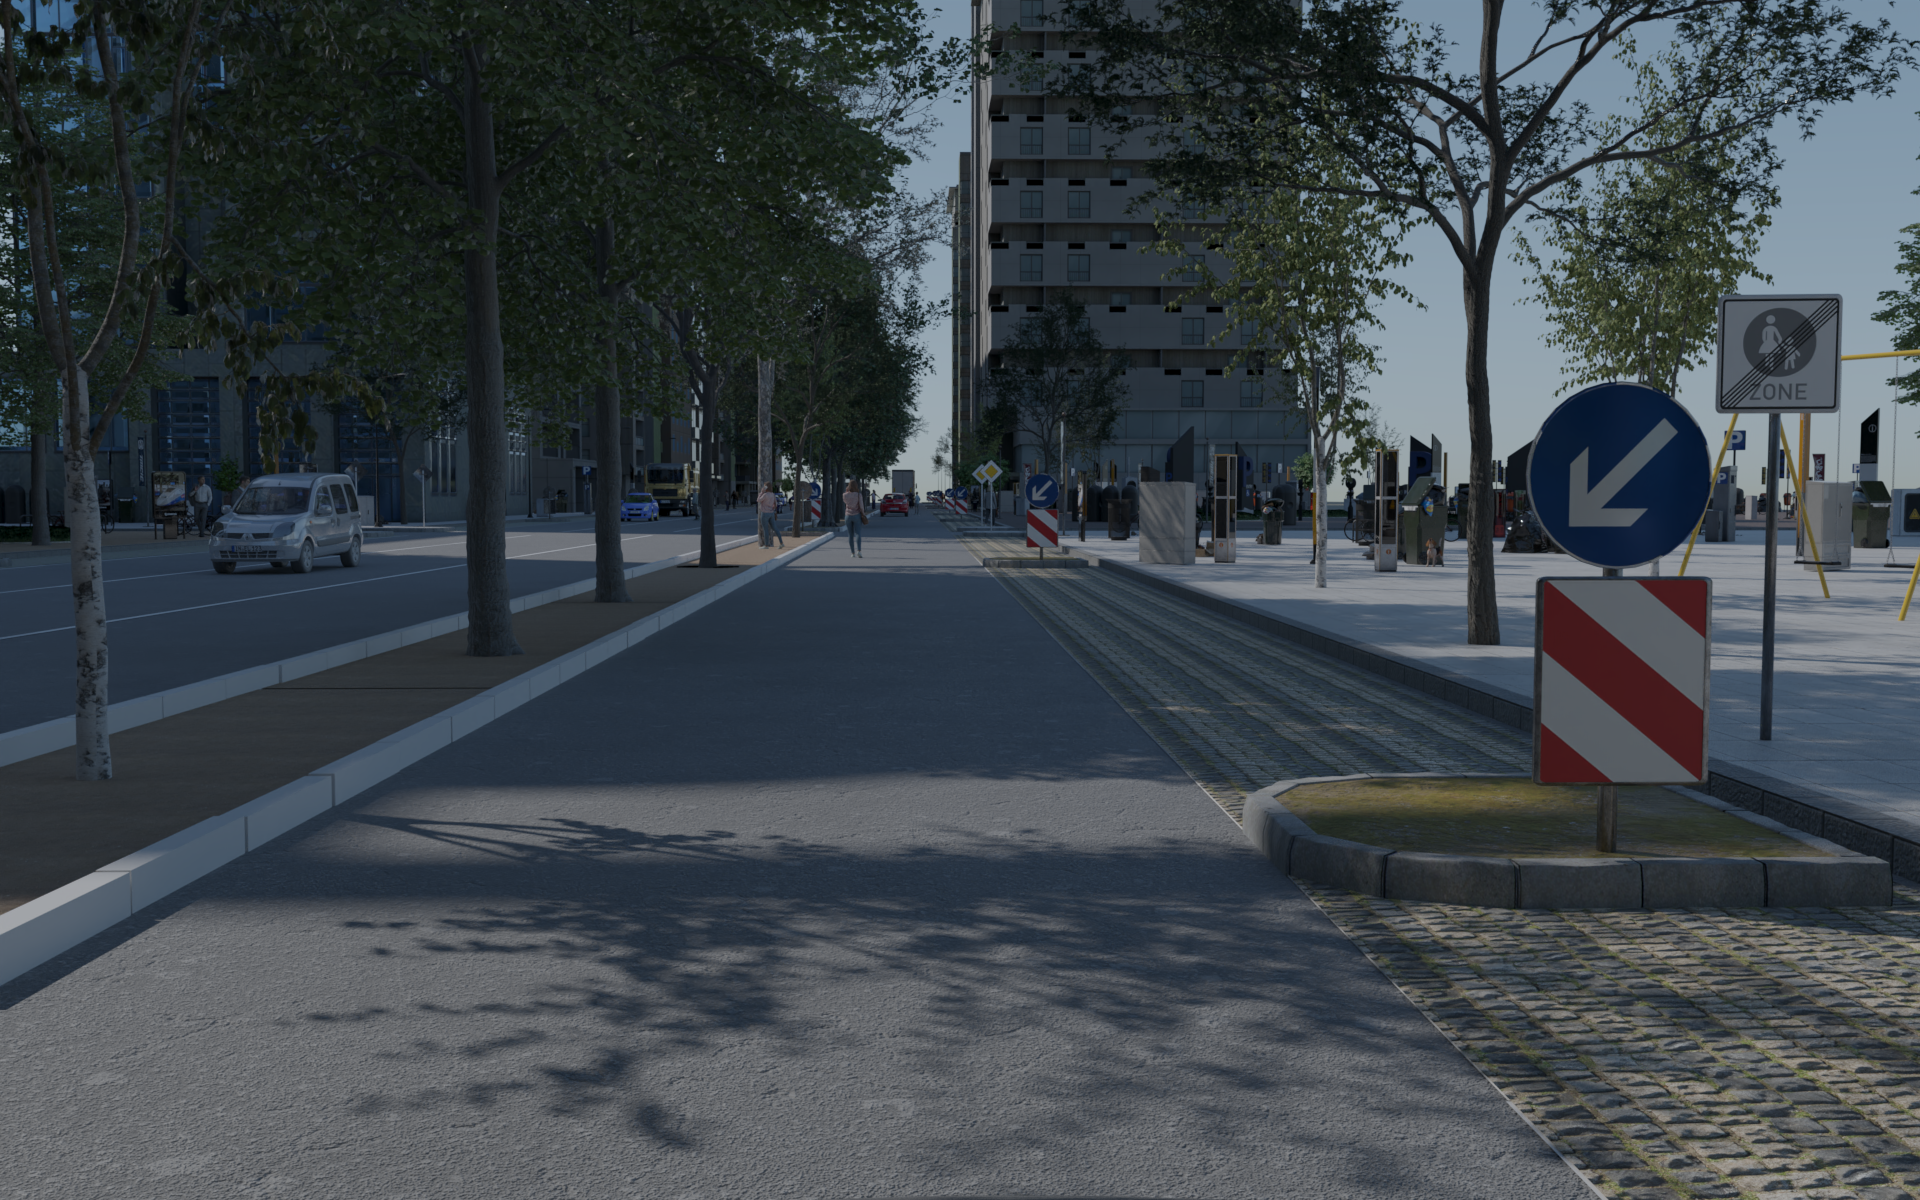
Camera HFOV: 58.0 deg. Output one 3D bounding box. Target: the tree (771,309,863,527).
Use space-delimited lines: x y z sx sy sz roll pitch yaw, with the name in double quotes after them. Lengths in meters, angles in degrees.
-5.733 -7.027 67.714 4.737 8.622 4.395 0 3 0 "tree"

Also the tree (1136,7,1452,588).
4.751 -4.465 23.363 4.737 8.622 4.395 0 3 0 "tree"

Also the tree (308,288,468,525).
-23.422 -8.474 72.969 8.767 10.594 7.601 0 4 -6 "tree"

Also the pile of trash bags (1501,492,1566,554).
13.636 -1.745 38.290 3.447 1.369 1.912 -3 4 -38 "pile of trash bags"

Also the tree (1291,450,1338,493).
24.886 -8.439 121.696 4.285 4.588 4.351 0 3 0 "tree"

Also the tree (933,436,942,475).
3.910 -8.623 75.398 7.601 10.594 8.767 2 4 24 "tree"

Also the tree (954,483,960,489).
0.168 -11.163 177.111 1.663 3.219 1.824 0 3 0 "tree"

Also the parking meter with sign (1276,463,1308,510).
18.767 -6.208 97.757 1.738 3.016 0.543 2 4 35 "parking meter with sign"

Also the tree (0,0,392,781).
-4.315 -3.386 8.176 4.360 8.622 3.978 0 3 0 "tree"

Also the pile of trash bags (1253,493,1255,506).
18.174 -6.563 117.056 3.447 1.369 1.912 1 4 20 "pile of trash bags"

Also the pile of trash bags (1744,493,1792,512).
58.352 -7.022 124.565 3.447 1.369 1.912 -1 4 -18 "pile of trash bags"

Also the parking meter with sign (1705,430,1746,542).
20.637 -3.090 46.775 0.543 3.016 1.738 3 5 41 "parking meter with sign"

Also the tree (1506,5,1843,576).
10.804 -4.683 26.928 4.737 8.622 4.395 0 3 0 "tree"

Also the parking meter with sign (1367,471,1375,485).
31.500 -8.193 130.215 1.738 3.016 0.543 2 4 32 "parking meter with sign"

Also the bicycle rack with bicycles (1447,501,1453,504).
24.054 -4.550 87.772 2.925 0.926 2.852 -2 4 -31 "bicycle rack with bicycles"

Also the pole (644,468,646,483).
-24.266 -8.554 133.708 0.158 3.312 0.155 0 3 0 "pole"

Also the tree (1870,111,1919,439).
26.303 -7.571 41.906 7.486 12.596 7.792 0 3 0 "tree"

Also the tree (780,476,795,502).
-29.866 -19.281 298.952 4.285 4.588 4.351 0 3 0 "tree"

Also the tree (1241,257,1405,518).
10.617 -6.146 50.851 4.360 8.622 3.978 0 3 0 "tree"

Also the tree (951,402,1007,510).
1.728 -11.213 133.701 4.737 8.622 4.395 0 3 0 "tree"

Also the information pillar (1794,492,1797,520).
41.821 -5.003 86.296 0.304 2.012 0.304 -3 5 -40 "information pillar"

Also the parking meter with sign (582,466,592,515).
-23.364 -6.879 108.739 0.543 3.016 1.738 0 4 -8 "parking meter with sign"

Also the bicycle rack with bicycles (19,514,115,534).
-28.491 -2.574 55.460 2.852 0.926 2.925 2 4 32 "bicycle rack with bicycles"

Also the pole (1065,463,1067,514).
6.917 -7.328 113.657 0.158 3.312 0.155 0 3 0 "pole"

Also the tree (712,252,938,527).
-5.794 -9.507 74.909 9.611 12.733 9.660 0 3 0 "tree"

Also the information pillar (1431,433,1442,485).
18.399 -4.625 66.975 0.504 3.616 0.183 -2 4 -28 "information pillar"

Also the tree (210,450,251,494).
-31.907 -4.969 75.845 1.663 3.219 1.824 0 3 0 "tree"

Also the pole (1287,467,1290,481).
24.416 -8.250 128.724 0.158 3.312 0.155 0 3 0 "pole"

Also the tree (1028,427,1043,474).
7.594 -11.277 134.744 4.360 8.622 3.978 0 3 0 "tree"

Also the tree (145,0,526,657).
-4.040 -5.748 14.557 7.486 12.596 7.792 0 3 0 "tree"

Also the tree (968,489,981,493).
1.292 -9.174 144.589 1.663 3.219 1.824 0 3 0 "tree"

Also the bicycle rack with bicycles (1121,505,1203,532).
6.856 -2.706 57.622 2.925 0.926 2.852 3 5 40 "bicycle rack with bicycles"

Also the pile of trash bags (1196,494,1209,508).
14.800 -6.004 107.918 1.912 1.369 3.447 0 4 -1 "pile of trash bags"

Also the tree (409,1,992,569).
-4.909 -7.364 33.230 12.009 13.543 11.850 0 3 0 "tree"

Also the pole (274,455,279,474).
-30.317 -5.077 76.858 0.158 3.312 0.155 0 3 0 "pole"

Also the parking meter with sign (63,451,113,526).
-34.984 -4.477 69.458 1.738 3.016 0.543 -2 4 -32 "parking meter with sign"

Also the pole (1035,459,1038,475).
4.493 -6.609 101.908 0.158 3.312 0.155 0 3 0 "pole"

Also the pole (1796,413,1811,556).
17.376 -2.558 35.670 0.158 3.312 0.155 0 3 0 "pole"

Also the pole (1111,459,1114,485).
8.976 -6.600 101.748 0.158 3.312 0.155 0 3 0 "pole"

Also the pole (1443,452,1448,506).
23.654 -5.540 84.418 0.158 3.312 0.155 0 3 0 "pole"

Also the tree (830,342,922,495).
-7.053 -12.915 120.271 9.857 13.997 8.962 0 3 0 "tree"

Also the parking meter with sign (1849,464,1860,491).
50.734 -6.252 98.483 0.543 3.016 1.738 3 5 44 "parking meter with sign"

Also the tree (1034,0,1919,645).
4.141 -4.897 14.485 7.601 10.594 8.767 0 4 -7 "tree"

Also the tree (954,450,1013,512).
1.098 -9.560 140.025 4.285 4.588 4.351 0 3 0 "tree"

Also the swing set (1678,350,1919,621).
10.056 -1.336 19.460 2.862 2.851 3.119 -2 4 -28 "swing set"

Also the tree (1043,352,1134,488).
6.518 -8.327 86.514 4.360 8.622 3.978 0 3 0 "tree"

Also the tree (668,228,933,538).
-5.367 -7.279 55.889 8.767 10.594 7.601 0 4 -2 "tree"

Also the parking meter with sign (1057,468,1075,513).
6.805 -7.321 115.953 1.738 3.016 0.543 2 4 34 "parking meter with sign"

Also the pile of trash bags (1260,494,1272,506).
23.569 -7.586 133.778 3.447 1.369 1.912 -3 5 -42 "pile of trash bags"

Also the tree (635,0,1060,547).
-4.016 -11.443 45.442 12.611 20.169 13.585 0 3 0 "tree"

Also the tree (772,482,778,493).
-27.994 -16.099 257.821 1.663 3.219 1.824 0 3 0 "tree"

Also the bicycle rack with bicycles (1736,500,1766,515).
48.456 -5.773 107.770 2.925 0.926 2.852 3 5 39 "bicycle rack with bicycles"

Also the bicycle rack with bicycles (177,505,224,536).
-23.594 -2.501 54.273 2.925 0.926 2.852 -3 4 -36 "bicycle rack with bicycles"

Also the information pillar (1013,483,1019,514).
3.705 -6.715 114.274 0.304 2.012 0.304 3 4 37 "information pillar"

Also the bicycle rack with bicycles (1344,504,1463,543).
11.572 -2.005 46.165 2.925 0.926 2.852 3 4 37 "bicycle rack with bicycles"
